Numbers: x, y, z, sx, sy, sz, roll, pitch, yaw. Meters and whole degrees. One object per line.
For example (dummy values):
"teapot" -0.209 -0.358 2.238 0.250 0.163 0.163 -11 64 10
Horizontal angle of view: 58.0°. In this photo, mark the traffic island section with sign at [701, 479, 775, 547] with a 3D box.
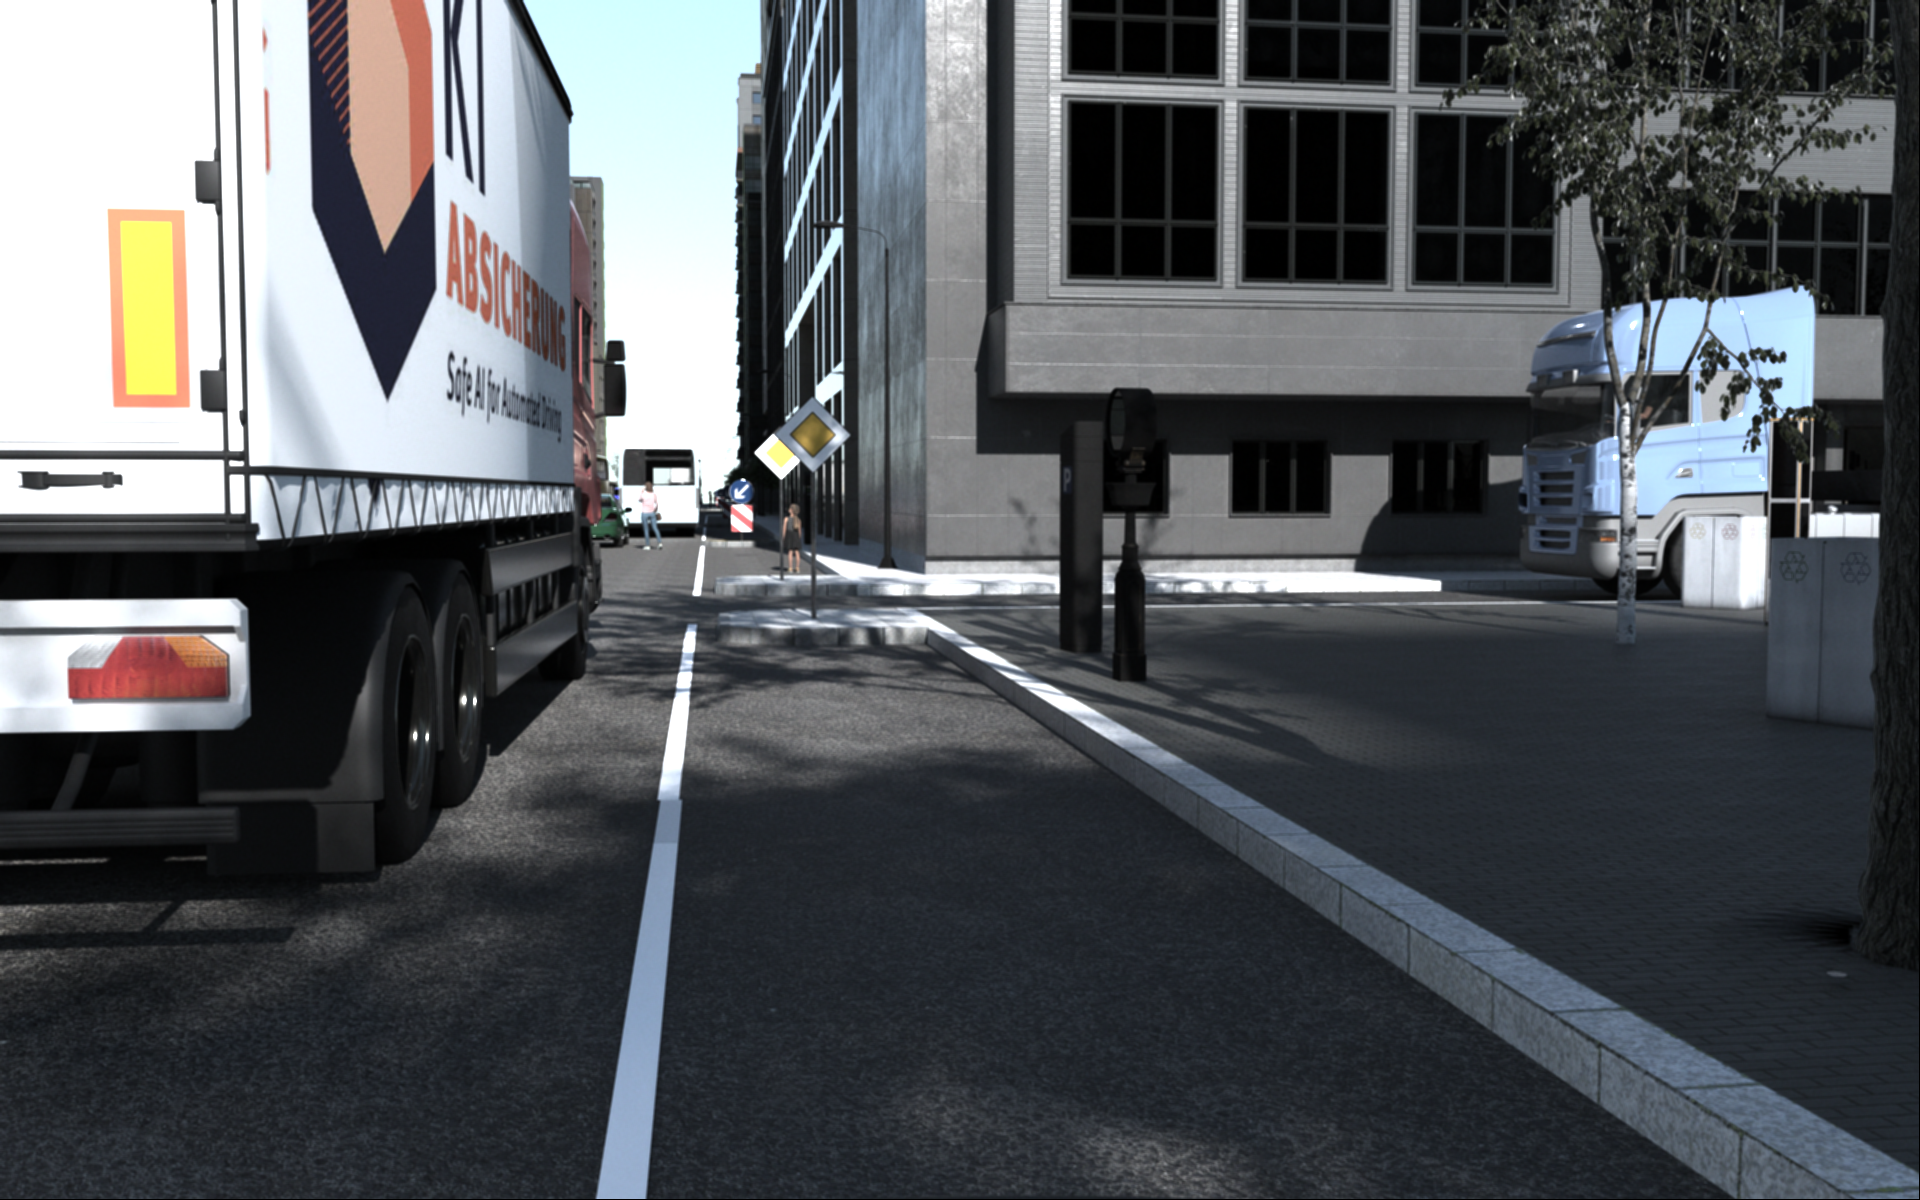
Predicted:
"traffic island section with sign" -6.143 -2.397 47.814 1.989 1.847 2.006 -1 4 -8

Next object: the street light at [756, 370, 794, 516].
"street light" -6.835 -5.653 64.962 1.470 5.913 1.316 -1 4 -8

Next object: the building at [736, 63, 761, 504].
"building" -20.756 -43.006 245.148 21.231 58.520 28.212 -1 4 -8

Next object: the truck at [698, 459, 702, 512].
"truck" -22.915 -9.510 144.399 2.839 4.237 11.283 -1 4 -9

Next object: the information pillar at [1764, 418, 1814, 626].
"information pillar" 8.044 -0.754 16.814 0.304 2.012 0.304 -3 5 -44

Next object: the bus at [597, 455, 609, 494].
"bus" -20.678 -6.216 93.182 2.896 3.916 12.252 0 4 -7

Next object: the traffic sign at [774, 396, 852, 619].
"traffic sign" -1.509 -0.865 17.789 0.795 2.450 0.064 -1 4 -8

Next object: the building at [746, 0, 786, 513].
"building" -4.996 -41.911 123.493 20.563 71.187 20.611 -1 4 -8

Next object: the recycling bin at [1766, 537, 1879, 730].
"recycling bin" 5.110 0.167 9.817 0.722 1.027 0.722 -2 4 -30

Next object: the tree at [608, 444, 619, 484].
"tree" -50.314 -18.725 256.522 4.360 8.622 3.978 0 3 0

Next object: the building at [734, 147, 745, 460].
"building" -16.929 -34.400 217.070 22.147 44.769 28.867 -1 4 -8

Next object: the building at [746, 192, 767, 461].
"building" -13.720 -24.299 168.984 14.160 30.474 14.107 -1 4 -8

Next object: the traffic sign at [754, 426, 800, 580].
"traffic sign" -2.652 -1.349 25.692 0.795 2.450 0.064 -1 4 -8

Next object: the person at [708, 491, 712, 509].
"person" -23.958 -9.639 166.815 0.721 1.743 1.217 0 4 -3

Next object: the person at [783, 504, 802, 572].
"person" -3.091 -1.138 31.781 0.362 1.253 0.373 -1 4 -22

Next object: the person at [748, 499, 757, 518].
"person" -8.657 -3.612 72.238 0.352 1.250 0.332 -1 4 -22

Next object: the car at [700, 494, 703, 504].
"car" -37.148 -14.323 242.845 2.281 1.827 5.304 0 4 -7

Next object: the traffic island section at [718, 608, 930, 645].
"traffic island section" -1.487 0.270 17.869 2.009 0.180 2.903 -1 4 -8

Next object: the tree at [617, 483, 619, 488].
"tree" -49.755 -15.689 251.115 1.663 3.219 1.824 0 3 0

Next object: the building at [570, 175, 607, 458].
"building" -51.706 -32.561 215.961 14.154 41.232 14.086 -1 4 -8

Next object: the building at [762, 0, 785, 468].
"building" -2.617 -18.101 89.459 14.314 27.812 24.014 -1 4 -8

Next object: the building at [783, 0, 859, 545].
"building" 4.150 -15.696 61.146 19.350 26.468 34.151 -1 4 -8

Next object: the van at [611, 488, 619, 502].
"van" -30.828 -9.469 159.198 2.240 2.365 5.245 0 4 -7

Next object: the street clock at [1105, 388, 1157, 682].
"street clock" 1.168 -0.448 11.889 0.358 2.002 0.471 -1 4 -12

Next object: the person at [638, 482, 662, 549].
"person" -7.965 -2.181 44.743 0.593 1.750 0.643 -2 4 -31

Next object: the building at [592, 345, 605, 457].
"building" -54.748 -21.328 193.758 27.650 21.520 28.899 -1 4 -8

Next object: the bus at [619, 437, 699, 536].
"bus" -10.895 -4.137 62.496 2.948 3.499 13.247 -1 4 -10

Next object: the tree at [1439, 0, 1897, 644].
"tree" 5.743 -3.916 14.391 4.360 8.622 3.978 0 3 0

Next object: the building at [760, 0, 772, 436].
"building" -3.177 -34.227 148.845 28.713 52.752 27.495 -1 4 -8

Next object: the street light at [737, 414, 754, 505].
"street light" -11.963 -7.810 100.240 1.470 5.913 1.316 -1 4 -8

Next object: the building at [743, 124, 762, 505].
"building" -17.293 -31.290 195.187 14.154 41.232 14.086 -1 4 -8

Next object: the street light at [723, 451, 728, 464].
"street light" -24.547 -13.114 186.948 1.470 5.913 1.316 -1 4 -8

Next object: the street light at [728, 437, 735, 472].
"street light" -17.848 -10.287 140.725 1.470 5.913 1.316 -1 4 -8

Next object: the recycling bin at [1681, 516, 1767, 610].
"recycling bin" 8.643 -0.429 19.566 0.722 1.027 0.722 3 5 45

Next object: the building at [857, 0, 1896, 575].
"building" 13.440 -13.153 34.124 30.058 24.678 14.314 -1 4 -8

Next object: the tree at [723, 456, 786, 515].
"tree" -11.853 -7.664 109.016 4.285 4.588 4.351 0 3 0

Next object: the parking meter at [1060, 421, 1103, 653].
"parking meter" 0.987 -0.515 14.128 0.255 1.863 0.399 -1 4 -17

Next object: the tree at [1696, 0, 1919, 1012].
"tree" 2.748 -4.823 4.612 9.928 11.665 9.643 0 3 0

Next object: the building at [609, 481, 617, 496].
"building" -63.226 -33.173 234.257 32.217 40.220 23.993 -1 4 -8

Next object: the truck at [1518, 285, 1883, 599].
"truck" 16.511 -2.092 23.968 18.799 4.110 2.967 0 4 -6

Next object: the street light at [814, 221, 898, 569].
"street light" -1.787 -3.494 29.672 1.470 5.913 1.316 -1 4 -8

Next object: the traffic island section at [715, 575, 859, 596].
"traffic island section" -2.629 -0.214 25.773 2.009 0.180 2.903 -1 4 -8

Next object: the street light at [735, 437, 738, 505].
"street light" -12.756 -8.129 105.442 1.470 5.913 1.316 -1 4 -8

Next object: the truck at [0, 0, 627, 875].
"truck" -3.675 -1.281 9.859 2.839 4.237 11.283 0 4 -7

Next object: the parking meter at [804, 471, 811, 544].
"parking meter" -3.846 -2.355 44.219 0.255 1.863 0.399 -1 4 -11

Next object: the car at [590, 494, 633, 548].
"car" -10.135 -2.199 47.752 2.131 1.459 4.920 0 4 -8

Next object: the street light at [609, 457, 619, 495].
"street light" -43.516 -14.979 217.447 1.470 5.913 1.316 -1 4 -8
